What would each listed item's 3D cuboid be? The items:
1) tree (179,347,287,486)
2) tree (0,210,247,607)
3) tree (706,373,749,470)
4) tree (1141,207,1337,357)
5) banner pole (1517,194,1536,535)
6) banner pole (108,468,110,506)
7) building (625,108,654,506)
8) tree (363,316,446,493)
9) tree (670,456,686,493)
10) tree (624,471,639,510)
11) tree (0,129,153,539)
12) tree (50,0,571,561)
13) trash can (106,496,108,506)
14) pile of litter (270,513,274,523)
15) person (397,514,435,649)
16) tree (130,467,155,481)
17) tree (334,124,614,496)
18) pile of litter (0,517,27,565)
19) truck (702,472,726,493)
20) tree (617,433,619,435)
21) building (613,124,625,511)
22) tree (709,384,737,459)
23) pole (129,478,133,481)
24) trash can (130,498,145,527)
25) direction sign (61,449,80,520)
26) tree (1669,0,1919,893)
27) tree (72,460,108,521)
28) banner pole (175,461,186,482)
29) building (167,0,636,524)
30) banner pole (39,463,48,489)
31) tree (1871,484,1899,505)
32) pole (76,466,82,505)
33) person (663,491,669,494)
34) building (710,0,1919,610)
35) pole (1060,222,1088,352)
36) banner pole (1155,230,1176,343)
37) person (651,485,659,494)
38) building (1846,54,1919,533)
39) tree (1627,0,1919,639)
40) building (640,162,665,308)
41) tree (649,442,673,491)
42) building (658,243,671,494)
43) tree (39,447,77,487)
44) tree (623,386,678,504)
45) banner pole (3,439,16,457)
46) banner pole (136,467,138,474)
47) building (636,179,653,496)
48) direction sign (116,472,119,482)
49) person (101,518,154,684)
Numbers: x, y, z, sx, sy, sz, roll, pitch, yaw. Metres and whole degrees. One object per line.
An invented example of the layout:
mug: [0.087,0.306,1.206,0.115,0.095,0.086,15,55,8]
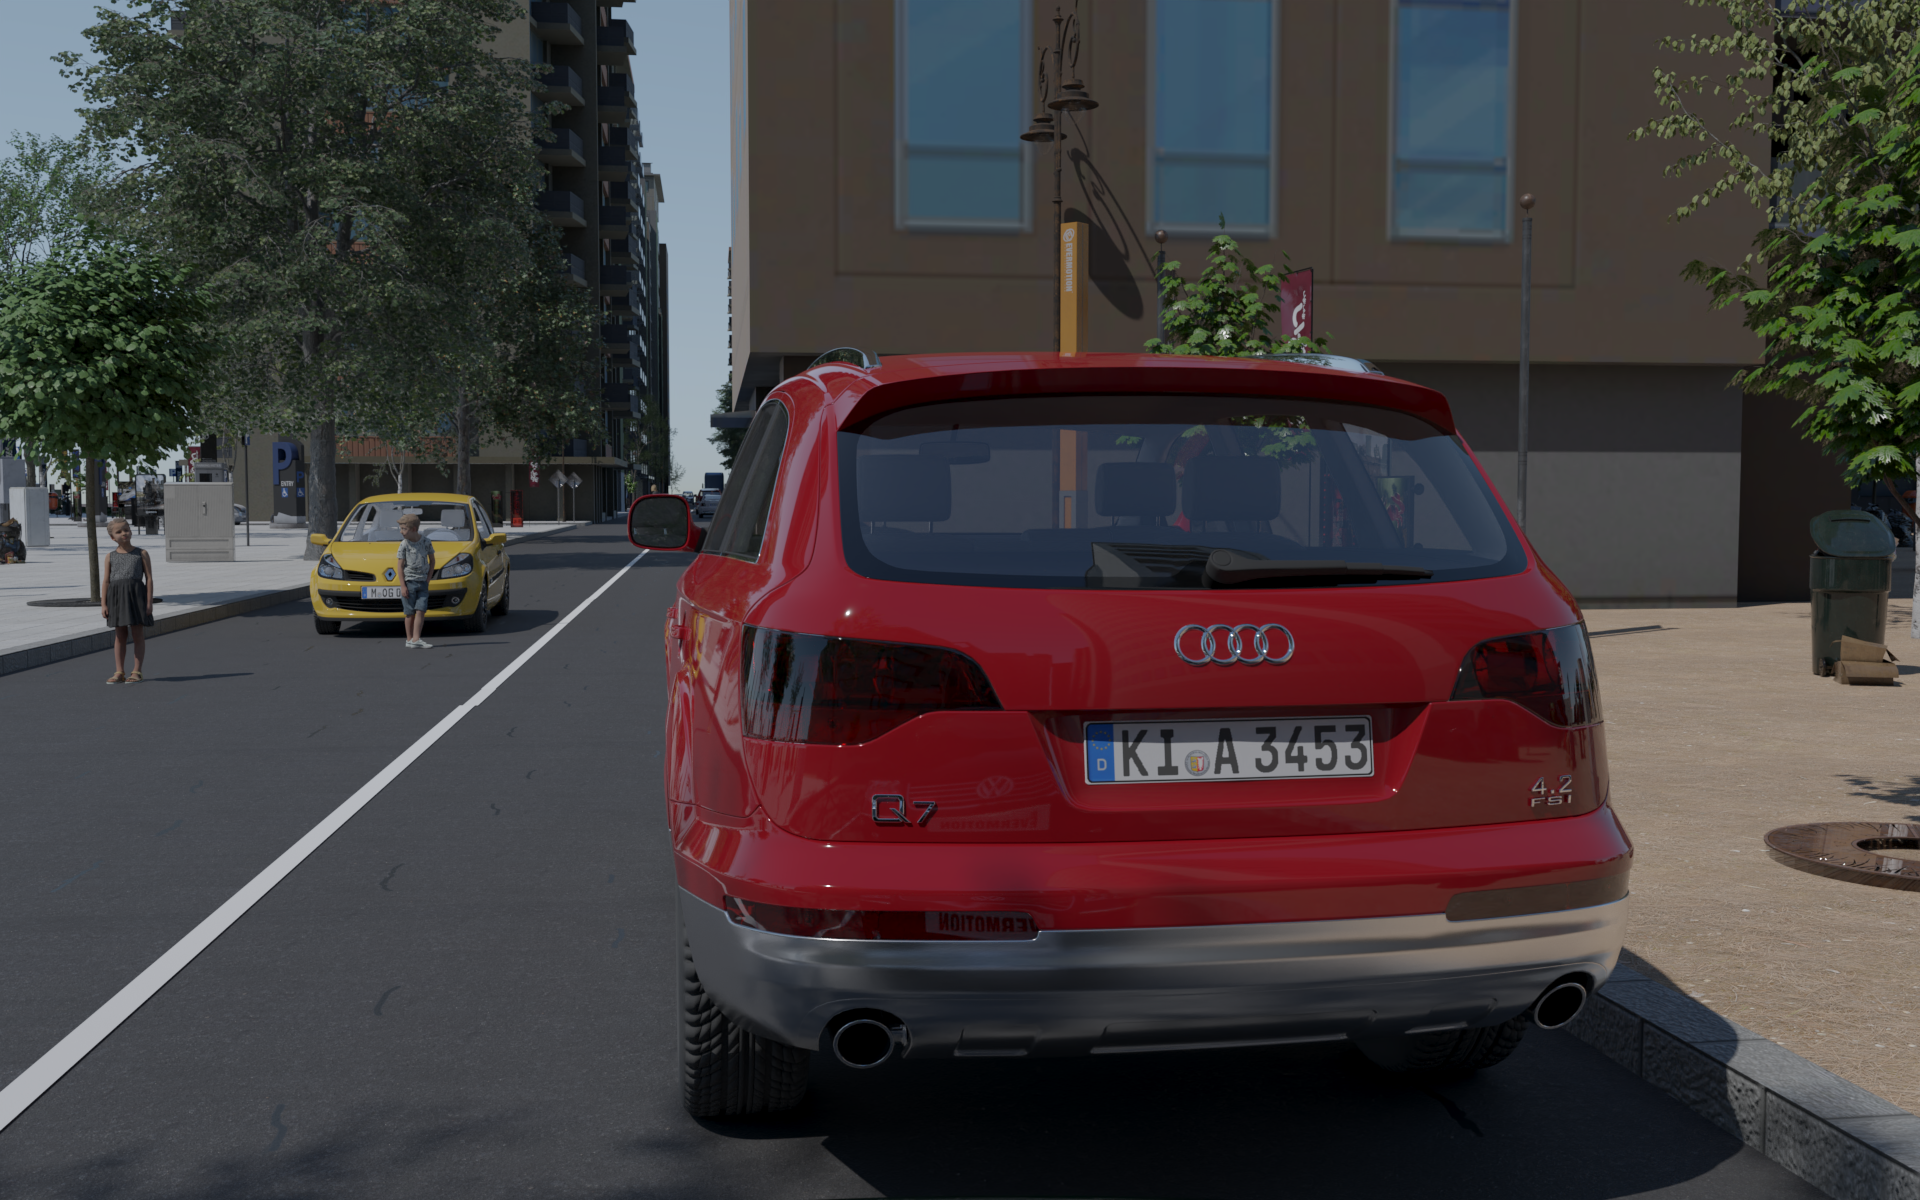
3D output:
tree: [-25.394,-6.709,60.051,4.737,8.622,4.395,0,3,0]
tree: [-10.098,-2.236,20.268,4.285,4.588,4.351,0,3,0]
tree: [-16.043,-14.372,141.638,9.857,13.997,8.962,0,3,0]
tree: [1.672,-1.052,11.807,1.663,3.219,1.824,0,3,0]
banner pole: [4.803,-1.514,14.766,0.401,3.779,0.863,1,4,18]
banner pole: [-65.317,-8.725,132.672,0.863,3.779,0.401,2,4,29]
building: [-46.941,-35.163,194.521,23.786,49.044,30.456,-1,4,-8]
tree: [-21.894,-7.178,67.730,4.360,8.622,3.978,0,3,0]
tree: [-51.656,-22.091,311.544,4.737,8.622,4.395,0,3,0]
tree: [-27.276,-9.079,143.048,1.663,3.219,1.824,0,3,0]
tree: [-26.601,-7.568,49.498,9.928,11.665,9.643,0,3,0]
tree: [-12.433,-7.743,33.247,9.857,13.997,8.962,0,3,0]
trash can: [-62.417,-7.006,126.205,0.748,1.137,0.748,0,3,0]
pile of litter: [-30.009,-3.870,77.244,1.176,0.858,1.719,3,5,44]
person: [-5.053,-0.179,16.113,0.332,1.250,0.352,0,4,7]
tree: [-48.201,-6.614,102.743,1.663,3.219,1.824,0,3,0]
tree: [-15.035,-8.289,52.533,9.611,12.733,9.660,0,3,0]
pile of litter: [-17.831,-1.102,31.980,1.176,0.858,1.719,-1,4,-11]
truck: [-29.464,-13.386,208.614,2.967,4.110,18.799,-1,4,-9]
tree: [-23.685,-9.832,111.123,4.737,8.622,4.395,0,3,0]
building: [-31.682,-21.552,124.075,14.160,30.474,14.107,-1,4,-8]
tree: [-19.401,-14.279,159.217,9.928,11.665,9.643,0,3,0]
pole: [-51.627,-6.975,107.892,0.158,3.312,0.155,0,3,0]
trash can: [-32.153,-3.440,67.899,0.748,1.137,0.748,0,3,0]
direction sign: [-44.740,-5.819,87.133,0.876,3.537,0.379,-1,4,-14]
tree: [3.331,-0.683,5.775,1.663,3.219,1.824,0,3,0]
tree: [-41.252,-5.358,82.198,1.663,3.219,1.824,0,3,0]
banner pole: [-51.284,-7.592,114.151,0.863,3.779,0.401,-3,5,-44]
building: [-28.707,-26.758,92.111,22.147,44.769,28.867,-1,4,-8]
banner pole: [-53.226,-6.757,100.490,0.401,3.779,0.863,1,4,11]
tree: [27.034,-4.118,51.048,4.285,4.588,4.351,0,3,0]
pole: [-65.166,-8.199,127.896,0.158,3.312,0.155,0,3,0]
person: [-31.659,-10.830,186.367,0.742,1.727,0.445,-1,4,-9]
building: [3.718,-22.875,24.119,14.600,45.320,14.200,-1,4,-8]
pole: [0.865,-1.181,13.157,0.158,3.312,0.155,0,3,0]
banner pole: [1.985,-1.634,16.739,0.401,3.779,0.863,1,4,19]
person: [-11.868,-3.705,69.298,1.509,1.804,0.699,-3,5,-43]
building: [28.390,-38.295,64.373,20.611,71.187,20.563,-1,4,-8]
tree: [8.318,-3.957,15.064,4.737,8.622,4.395,0,3,0]
building: [-61.717,-42.012,276.130,28.713,52.752,27.495,-1,4,-8]
tree: [-40.168,-17.078,229.591,4.360,8.622,3.978,0,3,0]
building: [-57.161,-39.628,298.031,14.600,45.320,14.200,-1,4,-8]
tree: [-31.035,-6.639,58.907,4.737,8.622,4.395,0,3,0]
tree: [-28.408,-13.181,149.917,8.767,10.594,7.601,0,4,-1]
banner pole: [-30.170,-3.957,54.707,0.401,3.779,0.863,2,4,32]
banner pole: [-64.747,-8.959,136.495,0.401,3.779,0.863,0,4,-7]
building: [-46.504,-32.641,217.279,14.154,41.232,14.086,-1,4,-8]
direction sign: [-68.570,-9.118,141.077,0.379,3.537,0.876,-1,4,-15]
person: [-6.316,0.002,13.145,0.362,1.253,0.373,0,4,-7]
